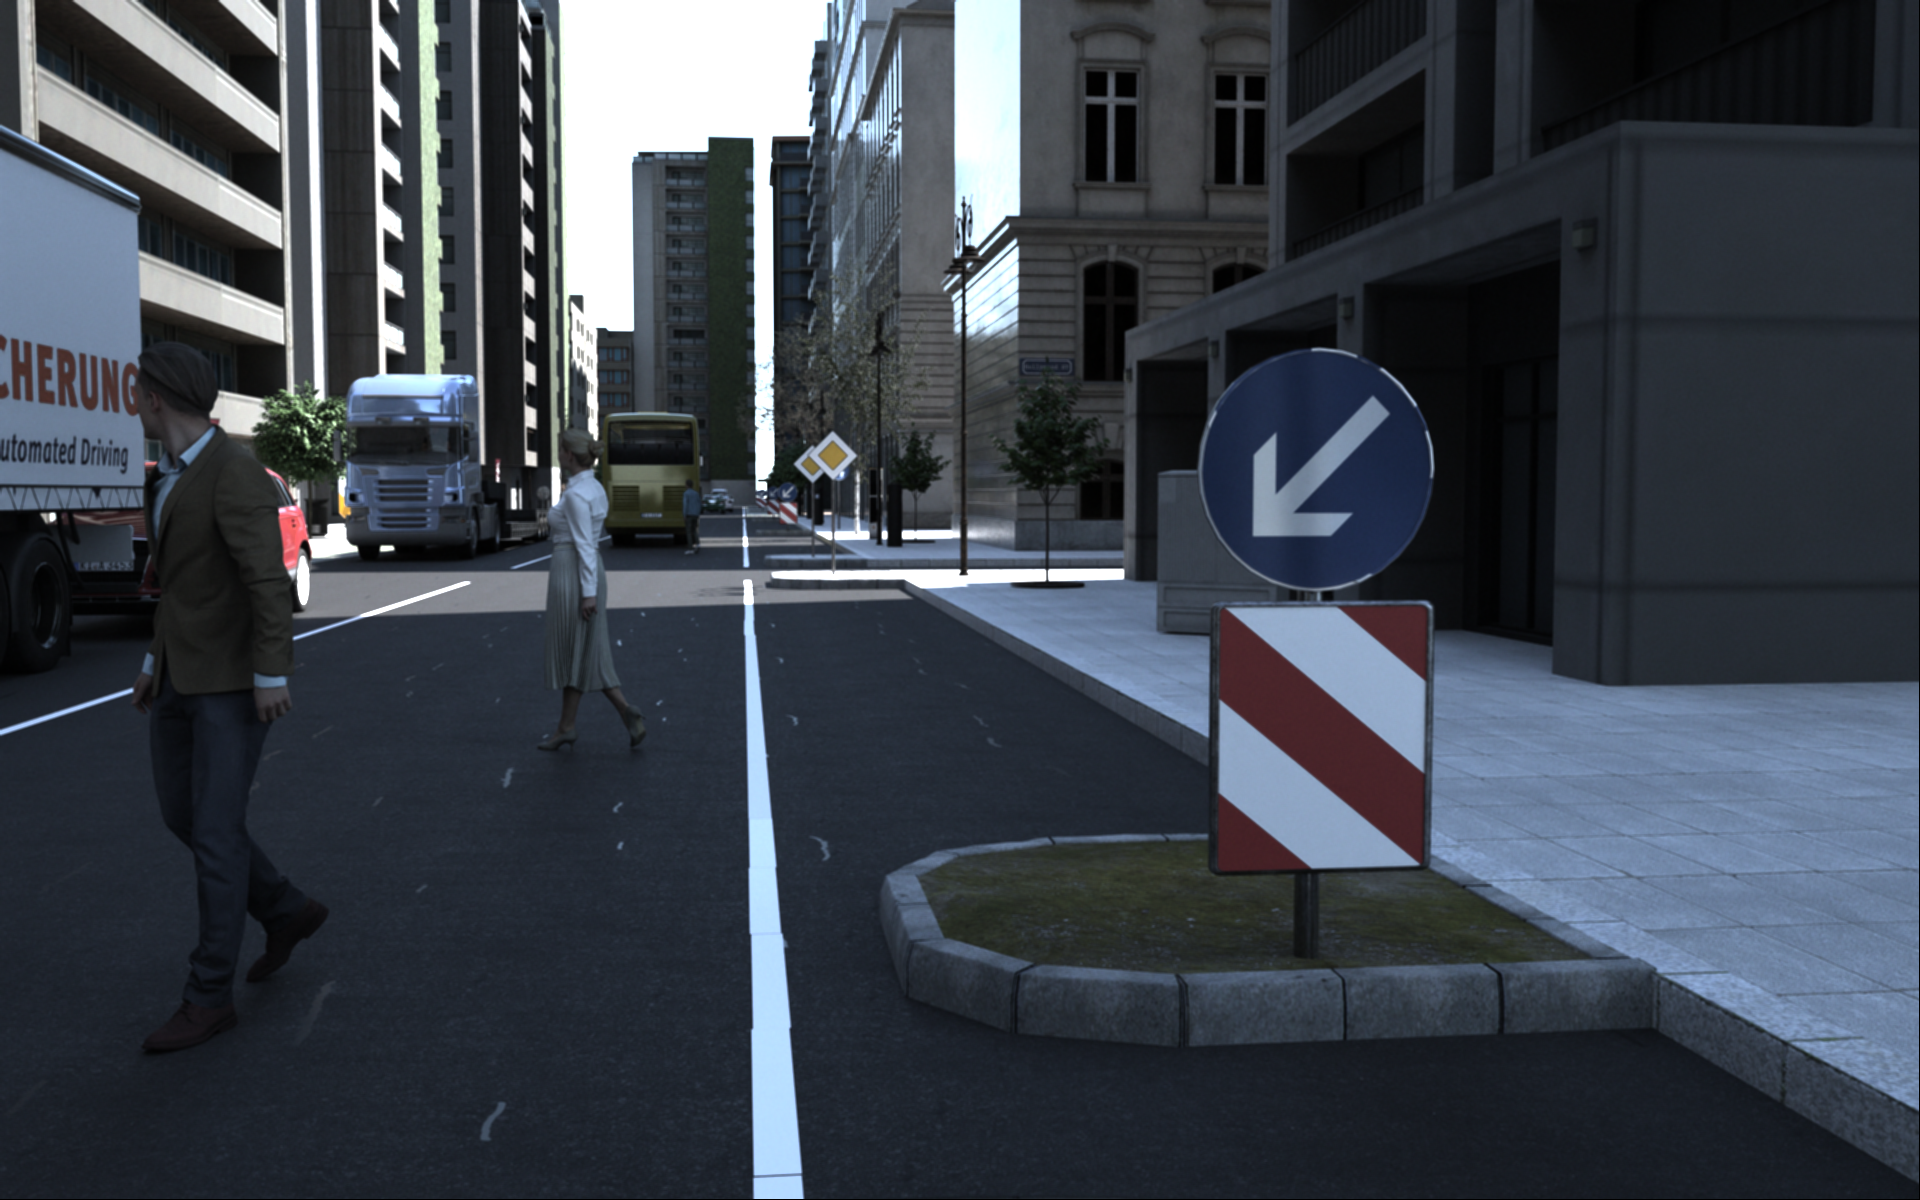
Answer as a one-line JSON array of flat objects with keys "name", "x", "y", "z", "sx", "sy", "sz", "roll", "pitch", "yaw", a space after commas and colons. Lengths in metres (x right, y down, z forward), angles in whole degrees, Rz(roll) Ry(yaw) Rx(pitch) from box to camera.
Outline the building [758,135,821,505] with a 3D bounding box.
[{"name": "building", "x": -9.739, "y": -33.752, "z": 206.470, "sx": 28.867, "sy": 44.769, "sz": 22.147, "roll": 0, "pitch": 4, "yaw": -7}]

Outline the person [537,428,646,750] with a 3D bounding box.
[{"name": "person", "x": -2.063, "y": -0.059, "z": 9.684, "sx": 0.641, "sy": 1.798, "sz": 0.478, "roll": 1, "pitch": 4, "yaw": 15}]

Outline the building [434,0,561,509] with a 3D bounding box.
[{"name": "building", "x": -30.805, "y": -19.988, "z": 98.508, "sx": 14.160, "sy": 30.474, "sz": 14.107, "roll": 0, "pitch": 4, "yaw": -7}]

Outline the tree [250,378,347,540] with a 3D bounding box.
[{"name": "tree", "x": -18.446, "y": -3.995, "z": 49.036, "sx": 4.285, "sy": 4.588, "sz": 4.351, "roll": 0, "pitch": 3, "yaw": 0}]

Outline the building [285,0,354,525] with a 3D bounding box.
[{"name": "building", "x": -31.113, "y": -23.970, "z": 75.506, "sx": 14.154, "sy": 41.232, "sz": 14.086, "roll": 0, "pitch": 4, "yaw": -7}]

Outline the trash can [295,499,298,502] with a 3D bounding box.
[{"name": "trash can", "x": -17.791, "y": -2.075, "z": 45.585, "sx": 0.748, "sy": 1.137, "sz": 0.748, "roll": 0, "pitch": 3, "yaw": 0}]

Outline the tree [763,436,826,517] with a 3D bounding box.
[{"name": "tree", "x": -9.022, "y": -7.035, "z": 98.733, "sx": 4.285, "sy": 4.588, "sz": 4.351, "roll": 0, "pitch": 3, "yaw": 0}]

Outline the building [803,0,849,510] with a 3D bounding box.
[{"name": "building", "x": -0.892, "y": -50.440, "z": 137.370, "sx": 22.319, "sy": 86.520, "sz": 31.000, "roll": 0, "pitch": 4, "yaw": -7}]

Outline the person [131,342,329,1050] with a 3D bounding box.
[{"name": "person", "x": -2.064, "y": 0.222, "z": 4.785, "sx": 0.656, "sy": 1.842, "sz": 0.836, "roll": 1, "pitch": 4, "yaw": 12}]

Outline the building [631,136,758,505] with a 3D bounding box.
[{"name": "building", "x": -30.640, "y": -31.623, "z": 200.633, "sx": 14.086, "sy": 41.232, "sz": 14.154, "roll": 0, "pitch": 4, "yaw": -7}]

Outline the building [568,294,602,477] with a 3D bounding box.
[{"name": "building", "x": -50.760, "y": -19.683, "z": 166.857, "sx": 28.899, "sy": 21.520, "sz": 27.650, "roll": 0, "pitch": 4, "yaw": -7}]

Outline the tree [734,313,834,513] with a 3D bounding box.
[{"name": "tree", "x": -10.078, "y": -12.608, "z": 116.510, "sx": 12.009, "sy": 13.543, "sz": 11.850, "roll": 0, "pitch": 3, "yaw": 0}]

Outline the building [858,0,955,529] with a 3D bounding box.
[{"name": "building", "x": 1.322, "y": -13.606, "z": 71.603, "sx": 9.793, "sy": 20.994, "sz": 18.267, "roll": 0, "pitch": 4, "yaw": -7}]

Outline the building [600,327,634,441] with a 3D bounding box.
[{"name": "building", "x": -52.629, "y": -21.946, "z": 203.856, "sx": 28.899, "sy": 21.520, "sz": 27.650, "roll": 0, "pitch": 4, "yaw": -7}]

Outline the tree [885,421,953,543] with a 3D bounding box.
[{"name": "tree", "x": -1.241, "y": -3.137, "z": 45.897, "sx": 1.663, "sy": 3.219, "sz": 1.824, "roll": 0, "pitch": 3, "yaw": 0}]

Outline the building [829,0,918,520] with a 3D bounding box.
[{"name": "building", "x": -0.898, "y": -19.478, "z": 95.964, "sx": 11.434, "sy": 29.767, "sz": 29.804, "roll": 0, "pitch": 4, "yaw": -7}]

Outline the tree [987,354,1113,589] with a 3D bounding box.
[{"name": "tree", "x": 1.097, "y": -1.789, "z": 23.852, "sx": 1.663, "sy": 3.219, "sz": 1.824, "roll": 0, "pitch": 3, "yaw": 0}]

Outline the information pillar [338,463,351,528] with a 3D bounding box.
[{"name": "information pillar", "x": -23.411, "y": -4.557, "z": 65.866, "sx": 0.183, "sy": 3.616, "sz": 0.504, "roll": 2, "pitch": 4, "yaw": 34}]

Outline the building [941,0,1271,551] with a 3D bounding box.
[{"name": "building", "x": 17.395, "y": -13.841, "z": 45.393, "sx": 34.723, "sy": 24.649, "sz": 14.460, "roll": 0, "pitch": 4, "yaw": -7}]

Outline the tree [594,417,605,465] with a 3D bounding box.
[{"name": "tree", "x": -33.045, "y": -13.103, "z": 164.595, "sx": 4.737, "sy": 8.622, "sz": 4.395, "roll": 0, "pitch": 3, "yaw": 0}]

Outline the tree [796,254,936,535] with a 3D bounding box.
[{"name": "tree", "x": -3.007, "y": -6.347, "z": 54.136, "sx": 4.360, "sy": 8.622, "sz": 3.978, "roll": 0, "pitch": 3, "yaw": 0}]

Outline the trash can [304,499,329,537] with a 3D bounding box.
[{"name": "trash can", "x": -19.352, "y": -2.476, "z": 52.137, "sx": 0.748, "sy": 1.137, "sz": 0.748, "roll": 0, "pitch": 3, "yaw": 0}]

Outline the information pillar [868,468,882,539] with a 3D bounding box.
[{"name": "information pillar", "x": -2.414, "y": -2.755, "z": 49.541, "sx": 0.304, "sy": 2.012, "sz": 0.304, "roll": 1, "pitch": 4, "yaw": 22}]

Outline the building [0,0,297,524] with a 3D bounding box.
[{"name": "building", "x": -30.744, "y": -25.642, "z": 42.949, "sx": 21.300, "sy": 48.544, "sz": 21.600, "roll": 0, "pitch": 4, "yaw": -7}]

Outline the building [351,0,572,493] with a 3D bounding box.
[{"name": "building", "x": -38.917, "y": -27.773, "z": 137.680, "sx": 14.154, "sy": 41.232, "sz": 14.086, "roll": 0, "pitch": 4, "yaw": -7}]

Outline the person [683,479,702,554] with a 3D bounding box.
[{"name": "person", "x": -6.415, "y": -1.994, "z": 41.447, "sx": 0.601, "sy": 1.785, "sz": 0.444, "roll": -3, "pitch": 5, "yaw": -41}]

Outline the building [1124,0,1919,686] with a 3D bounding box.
[{"name": "building", "x": 13.880, "y": -35.283, "z": 15.136, "sx": 20.563, "sy": 71.187, "sz": 20.611, "roll": 0, "pitch": 4, "yaw": -7}]

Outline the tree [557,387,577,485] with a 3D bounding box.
[{"name": "tree", "x": -26.454, "y": -9.880, "z": 111.897, "sx": 4.360, "sy": 8.622, "sz": 3.978, "roll": 0, "pitch": 3, "yaw": 0}]

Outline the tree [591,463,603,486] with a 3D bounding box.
[{"name": "tree", "x": -31.681, "y": -10.500, "z": 155.382, "sx": 4.285, "sy": 4.588, "sz": 4.351, "roll": 0, "pitch": 3, "yaw": 0}]

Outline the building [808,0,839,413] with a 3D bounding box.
[{"name": "building", "x": -3.396, "y": -33.642, "z": 169.650, "sx": 23.786, "sy": 49.044, "sz": 30.456, "roll": 0, "pitch": 4, "yaw": -7}]
